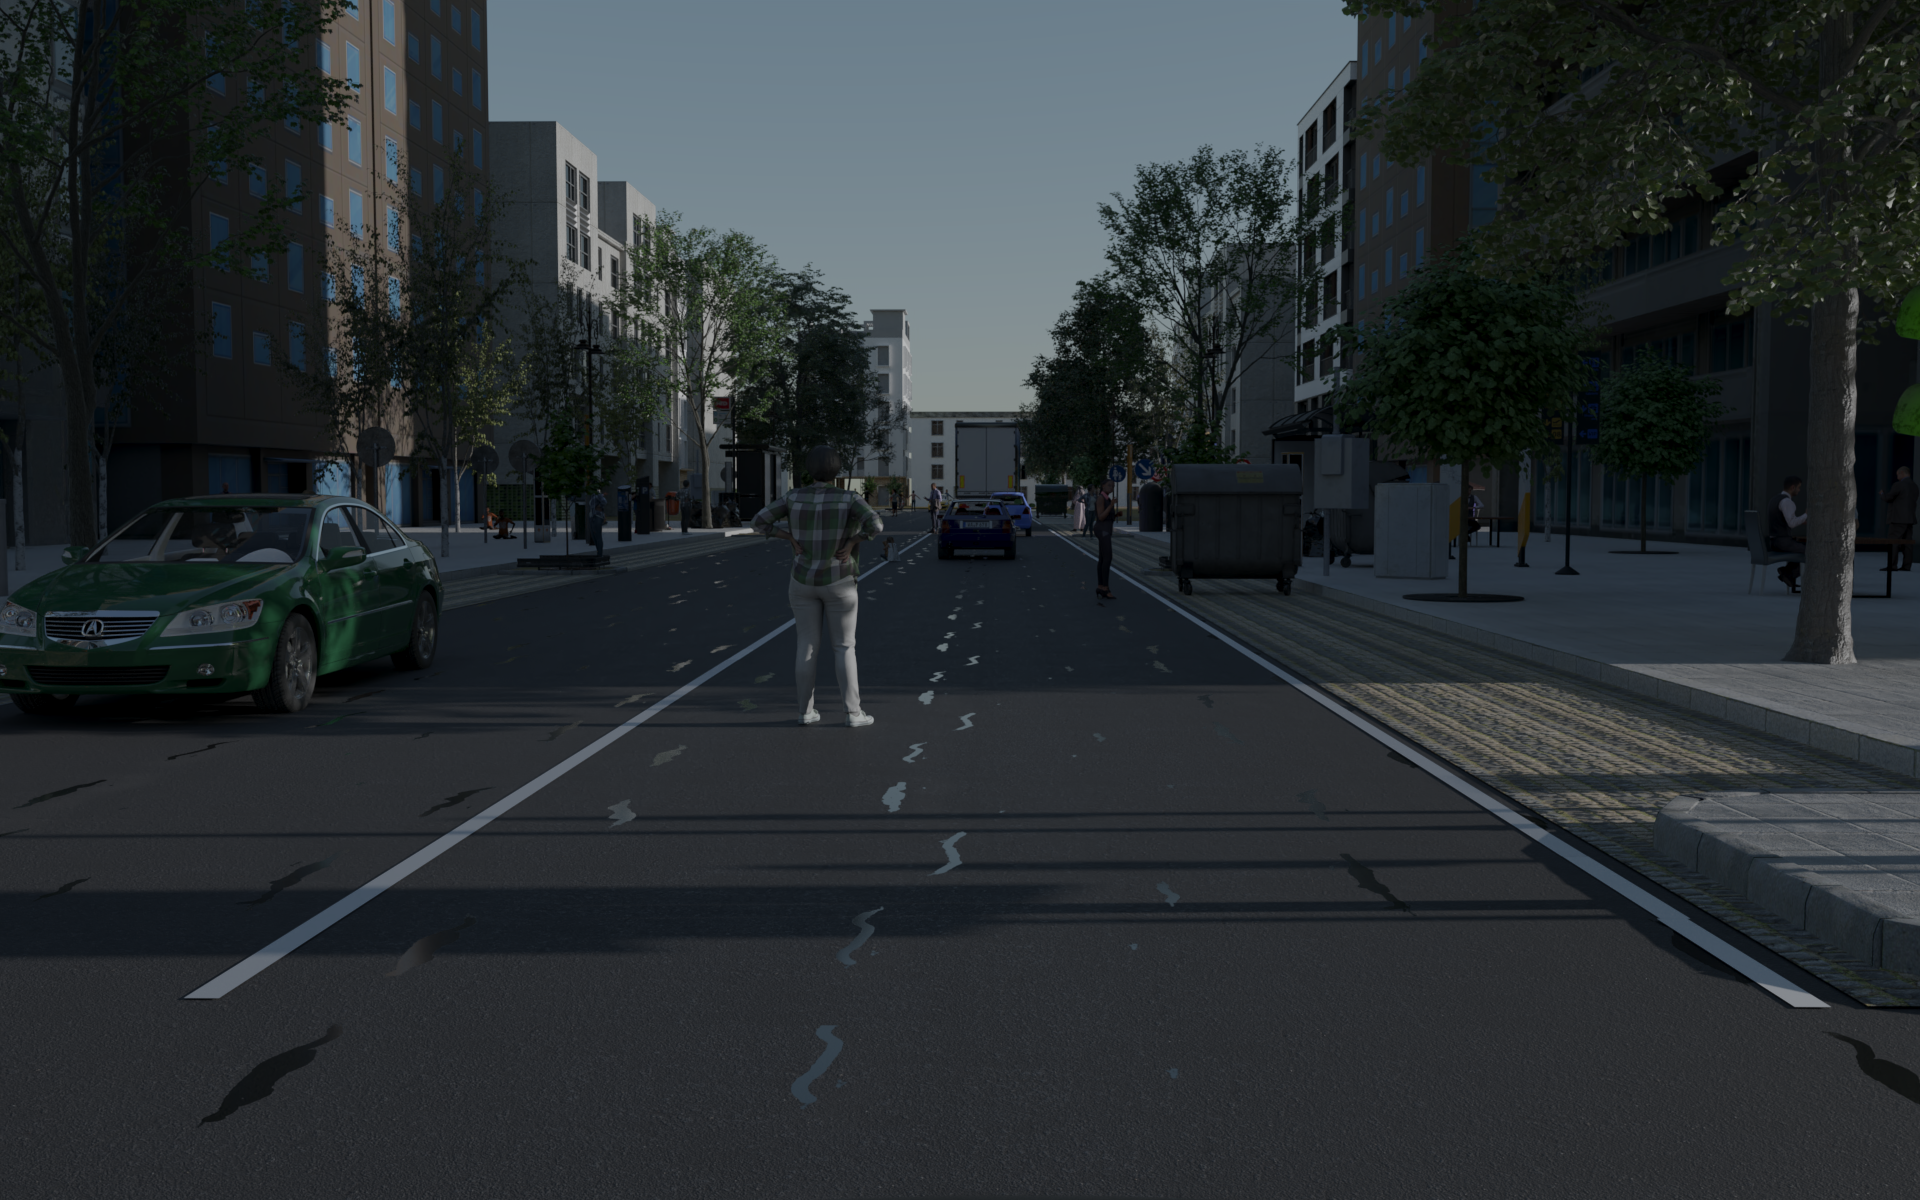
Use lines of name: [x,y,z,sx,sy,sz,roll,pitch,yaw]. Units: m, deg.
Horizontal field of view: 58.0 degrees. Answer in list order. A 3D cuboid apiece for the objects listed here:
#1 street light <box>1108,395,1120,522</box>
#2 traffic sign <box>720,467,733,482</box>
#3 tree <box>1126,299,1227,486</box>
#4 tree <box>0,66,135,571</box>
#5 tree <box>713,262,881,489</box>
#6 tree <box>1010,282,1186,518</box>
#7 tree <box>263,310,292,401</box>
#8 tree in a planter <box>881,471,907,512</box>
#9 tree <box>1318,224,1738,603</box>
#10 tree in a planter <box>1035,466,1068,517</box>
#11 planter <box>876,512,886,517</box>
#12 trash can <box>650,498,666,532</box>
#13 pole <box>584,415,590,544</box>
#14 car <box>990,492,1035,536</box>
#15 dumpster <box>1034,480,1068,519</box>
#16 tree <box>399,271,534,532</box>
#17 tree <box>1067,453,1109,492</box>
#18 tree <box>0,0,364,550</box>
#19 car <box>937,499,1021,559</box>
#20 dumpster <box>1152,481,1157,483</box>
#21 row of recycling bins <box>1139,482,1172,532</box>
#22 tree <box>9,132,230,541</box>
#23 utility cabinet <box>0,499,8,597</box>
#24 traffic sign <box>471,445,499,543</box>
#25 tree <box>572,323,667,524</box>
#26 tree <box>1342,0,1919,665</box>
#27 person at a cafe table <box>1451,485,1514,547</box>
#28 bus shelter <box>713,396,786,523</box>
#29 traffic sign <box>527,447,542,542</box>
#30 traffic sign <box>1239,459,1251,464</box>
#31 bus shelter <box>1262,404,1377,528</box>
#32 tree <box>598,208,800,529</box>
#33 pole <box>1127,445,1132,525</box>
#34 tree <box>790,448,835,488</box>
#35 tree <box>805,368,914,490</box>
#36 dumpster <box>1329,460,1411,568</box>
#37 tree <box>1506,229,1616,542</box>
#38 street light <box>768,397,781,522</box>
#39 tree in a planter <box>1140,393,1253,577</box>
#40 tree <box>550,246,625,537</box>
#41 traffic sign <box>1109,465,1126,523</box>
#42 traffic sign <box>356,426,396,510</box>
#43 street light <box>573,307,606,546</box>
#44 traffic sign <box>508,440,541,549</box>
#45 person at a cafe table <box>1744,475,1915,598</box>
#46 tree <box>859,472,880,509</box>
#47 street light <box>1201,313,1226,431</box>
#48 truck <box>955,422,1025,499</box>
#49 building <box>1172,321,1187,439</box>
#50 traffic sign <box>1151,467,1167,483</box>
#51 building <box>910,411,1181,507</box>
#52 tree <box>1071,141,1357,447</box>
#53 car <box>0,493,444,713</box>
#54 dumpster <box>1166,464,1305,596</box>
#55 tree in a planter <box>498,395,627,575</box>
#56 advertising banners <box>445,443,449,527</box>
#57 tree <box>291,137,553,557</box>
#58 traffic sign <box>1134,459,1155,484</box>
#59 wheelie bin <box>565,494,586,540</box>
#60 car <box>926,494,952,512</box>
street light: [7.155,-6.601,80.715,0.468,5.910,1.993,0,4,1]
traffic sign: [-10.612,-4.849,79.384,0.768,2.556,0.104,0,4,4]
tree: [8.086,-7.082,66.148,4.360,8.622,3.978,0,3,0]
tree: [-16.017,-4.796,28.777,4.737,8.622,4.395,0,3,0]
tree: [-8.926,-11.446,93.799,9.857,13.997,8.962,0,3,0]
tree: [7.541,-10.677,91.578,9.611,12.733,9.660,0,3,0]
tree: [-17.704,-6.108,50.227,4.360,8.622,3.978,0,3,0]
tree in a planter: [-5.164,-8.468,135.676,1.991,3.239,1.994,0,4,1]
tree: [6.204,-2.278,20.965,4.285,4.588,4.351,0,3,0]
tree in a planter: [5.666,-6.763,107.791,1.991,3.239,1.994,0,4,1]
planter: [-5.671,-5.318,108.083,1.991,0.319,1.994,0,4,1]
trash can: [-10.347,-2.887,58.850,0.748,1.137,0.748,0,3,0]
pole: [-9.560,-3.105,44.605,0.158,3.312,0.155,0,3,0]
car: [1.653,-3.092,60.139,1.945,1.707,3.694,0,4,2]
dumpster: [5.339,-5.889,101.240,1.985,2.255,1.502,0,4,1]
tree: [-16.636,-6.572,57.813,4.737,8.622,4.395,0,3,0]
tree: [9.300,-8.617,124.608,4.285,4.588,4.351,0,3,0]
tree: [-11.024,-5.847,21.347,9.928,11.665,9.643,0,3,0]
car: [0.418,-1.636,39.321,1.945,1.354,3.894,0,4,2]
dumpster: [9.149,-4.595,77.626,1.502,2.255,1.985,0,4,1]
row of recycling bins: [7.885,-3.173,58.995,3.534,1.692,1.069,0,4,2]
tree: [-17.782,-5.245,36.122,4.360,8.622,3.978,0,3,0]
utility cabinet: [-12.511,-0.648,21.752,1.020,1.237,0.306,1,4,12]
traffic sign: [-12.407,-2.760,45.236,0.768,2.556,0.104,0,4,7]
tree: [-14.231,-7.534,73.537,4.737,8.622,4.395,0,3,0]
tree: [6.672,-5.822,13.323,7.486,12.596,7.792,0,3,0]
person at a cafe table: [12.443,-2.063,42.243,1.698,1.524,1.622,0,4,3]
bus shelter: [-9.015,-5.889,73.913,2.179,5.291,8.768,0,4,1]
traffic sign: [-11.346,-2.822,46.239,0.768,2.556,0.104,1,4,8]
traffic sign: [10.084,-3.784,61.972,0.768,2.556,0.104,1,4,10]
bus shelter: [8.604,-2.892,41.212,2.014,3.302,5.546,0,4,1]
tree: [-9.486,-8.439,63.736,9.928,11.665,9.643,0,3,0]
pole: [7.009,-4.755,71.591,0.158,3.312,0.155,0,3,0]
tree: [-9.083,-7.629,108.447,4.285,4.588,4.351,0,3,0]
tree: [-7.550,-11.314,119.391,7.601,10.594,8.767,3,4,36]
dumpster: [7.227,-1.527,30.730,1.264,1.857,1.865,0,4,1]
tree: [15.482,-5.851,46.025,4.737,8.622,4.395,0,3,0]
street light: [-8.528,-6.521,79.413,0.468,5.910,1.993,0,4,1]
tree in a planter: [4.234,-2.047,30.697,1.991,3.239,1.994,0,4,1]
tree: [-12.235,-6.229,52.201,4.360,8.622,3.978,0,3,0]
traffic sign: [6.911,-4.646,76.075,0.768,2.556,0.104,0,4,7]
traffic sign: [-11.009,-1.990,32.647,0.768,2.556,0.104,0,4,5]
street light: [-9.153,-4.290,42.932,0.468,5.910,1.993,0,4,1]
traffic sign: [-10.177,-2.469,40.473,0.768,2.556,0.104,0,4,4]
person at a cafe table: [10.808,-0.816,21.862,1.622,1.524,1.698,0,4,3]
tree: [-8.040,-9.692,153.067,1.663,3.219,1.824,0,3,0]
street light: [6.460,-4.370,44.235,0.468,5.910,1.993,0,4,1]
truck: [1.289,-5.147,73.071,2.839,4.237,11.283,0,4,3]
building: [28.811,-20.013,183.630,11.380,20.091,16.016,0,4,1]
traffic sign: [8.252,-4.401,72.066,0.768,2.556,0.104,1,4,10]
building: [9.014,-14.568,180.328,28.070,9.664,9.099,0,4,1]
tree: [7.273,-7.622,50.368,9.928,11.665,9.643,0,3,0]
car: [-5.267,-0.065,12.854,2.131,1.459,4.920,0,4,0]
dumpster: [3.914,-1.010,24.733,1.865,1.857,1.264,0,4,3]
tree in a planter: [-7.114,-2.083,31.272,1.991,3.239,1.994,0,4,1]
advertising banners: [-12.226,-2.750,41.156,0.090,3.025,2.074,-1,4,-15]
tree: [-10.733,-5.177,35.001,4.360,8.622,3.978,0,3,0]
traffic sign: [6.685,-3.823,62.614,0.768,2.556,0.104,0,4,8]
wheelie bin: [-10.669,-2.503,48.836,0.980,1.594,0.693,-2,4,-28]
car: [-1.645,-7.752,136.964,2.015,1.641,3.980,0,4,1]
